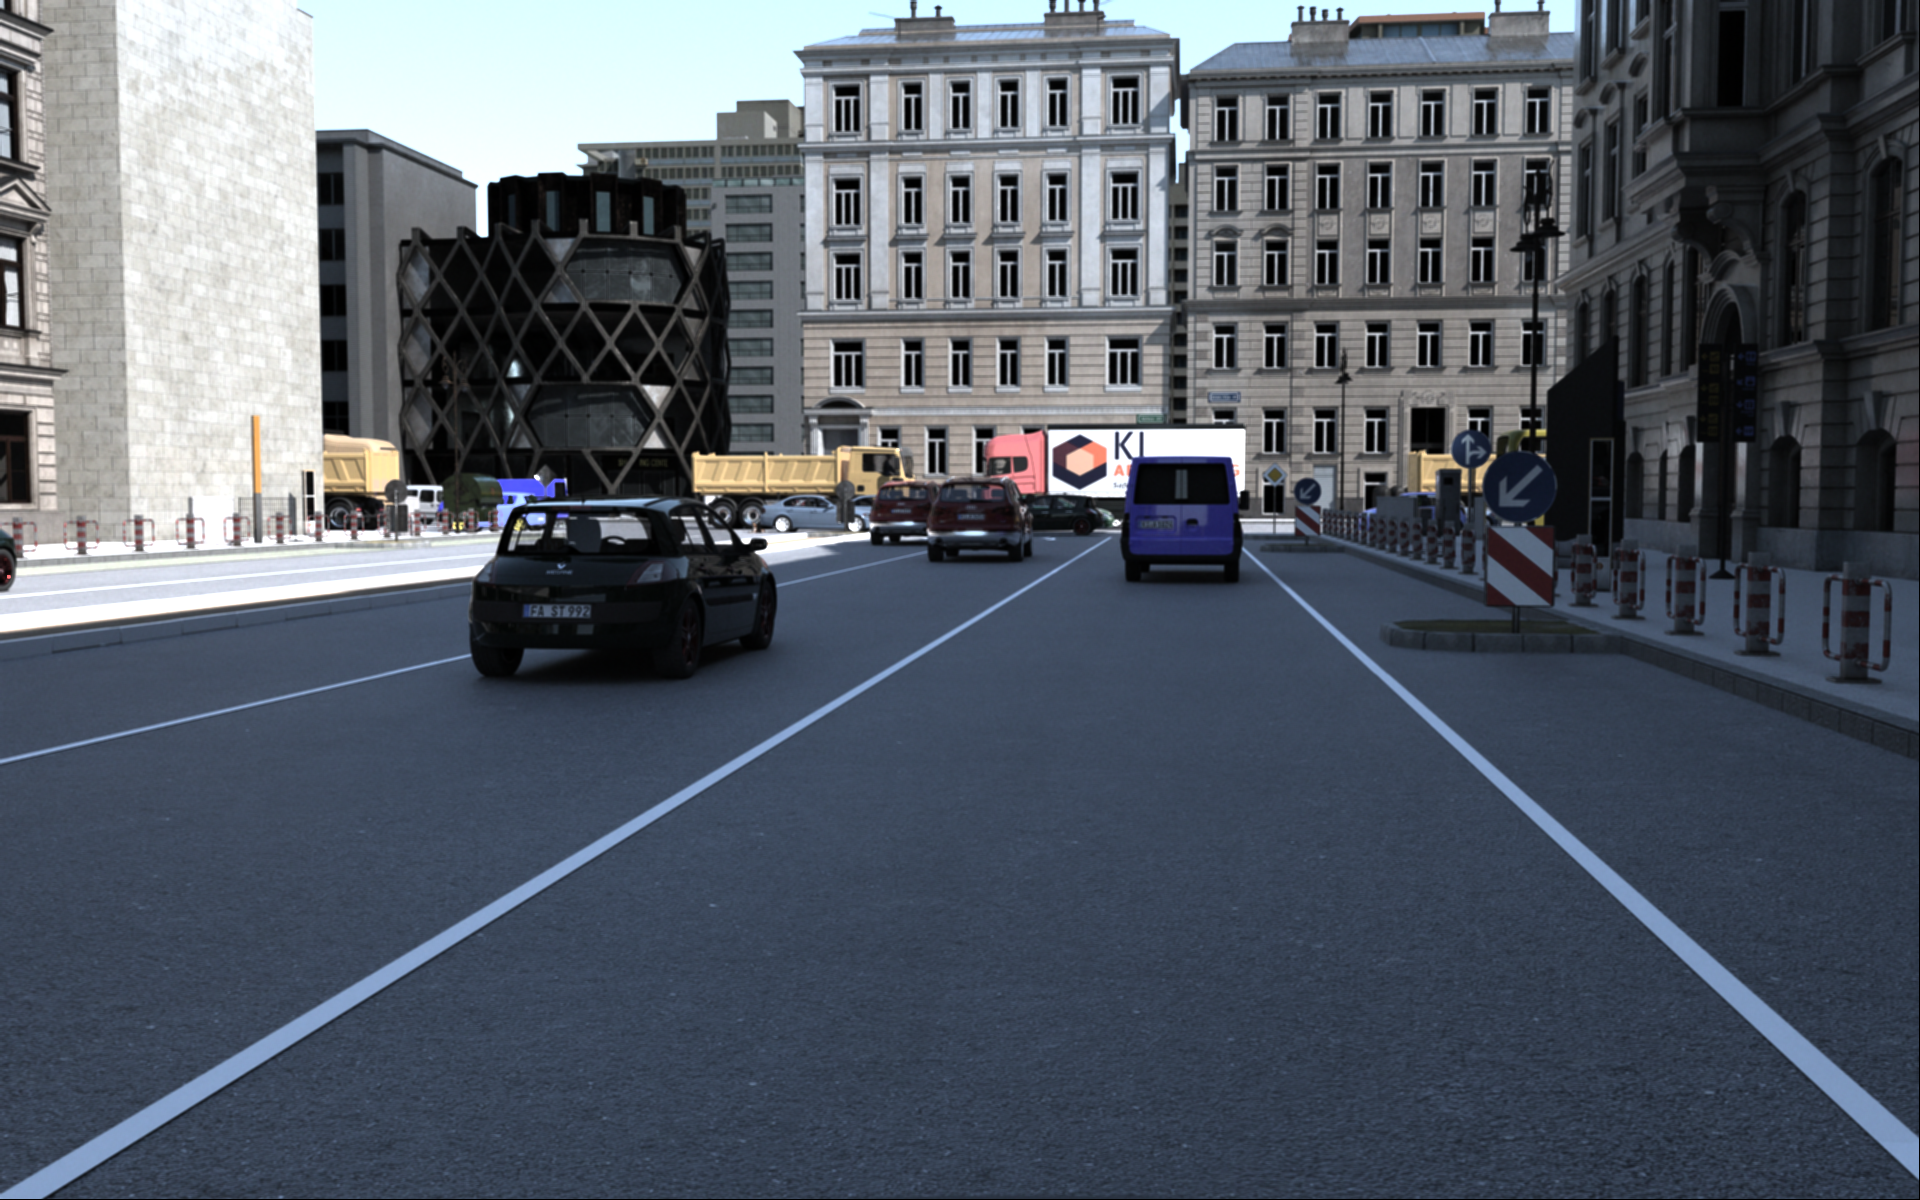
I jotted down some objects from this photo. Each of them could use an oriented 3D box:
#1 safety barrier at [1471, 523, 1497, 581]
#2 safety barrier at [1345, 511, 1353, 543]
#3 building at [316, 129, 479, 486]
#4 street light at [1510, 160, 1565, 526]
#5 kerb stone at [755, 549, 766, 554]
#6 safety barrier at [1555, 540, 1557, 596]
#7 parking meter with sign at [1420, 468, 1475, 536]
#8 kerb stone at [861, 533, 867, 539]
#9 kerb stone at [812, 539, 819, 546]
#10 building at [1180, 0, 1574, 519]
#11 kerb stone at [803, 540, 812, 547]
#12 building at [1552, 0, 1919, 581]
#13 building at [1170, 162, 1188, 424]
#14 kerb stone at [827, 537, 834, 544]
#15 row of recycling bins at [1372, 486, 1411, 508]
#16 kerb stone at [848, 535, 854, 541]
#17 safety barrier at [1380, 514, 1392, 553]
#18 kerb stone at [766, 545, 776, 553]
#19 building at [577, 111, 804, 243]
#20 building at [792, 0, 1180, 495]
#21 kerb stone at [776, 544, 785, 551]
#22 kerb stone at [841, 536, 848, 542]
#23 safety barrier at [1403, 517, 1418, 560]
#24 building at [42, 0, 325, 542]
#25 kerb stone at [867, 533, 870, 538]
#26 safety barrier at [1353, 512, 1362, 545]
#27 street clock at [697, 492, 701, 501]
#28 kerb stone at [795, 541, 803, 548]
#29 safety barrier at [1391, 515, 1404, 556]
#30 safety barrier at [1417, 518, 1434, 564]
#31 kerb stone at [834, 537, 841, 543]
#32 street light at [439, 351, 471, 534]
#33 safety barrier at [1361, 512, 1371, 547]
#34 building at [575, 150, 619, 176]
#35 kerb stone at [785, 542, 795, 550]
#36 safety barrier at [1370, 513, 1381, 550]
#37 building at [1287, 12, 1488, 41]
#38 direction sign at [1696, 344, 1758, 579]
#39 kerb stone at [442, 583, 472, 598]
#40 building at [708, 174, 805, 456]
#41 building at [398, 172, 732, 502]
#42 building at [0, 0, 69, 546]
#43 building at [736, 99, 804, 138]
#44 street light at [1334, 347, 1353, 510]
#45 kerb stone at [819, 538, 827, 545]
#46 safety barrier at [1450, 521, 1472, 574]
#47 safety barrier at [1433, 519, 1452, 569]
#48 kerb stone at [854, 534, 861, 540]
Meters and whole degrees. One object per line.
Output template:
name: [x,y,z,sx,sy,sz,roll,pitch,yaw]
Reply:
safety barrier: [7.883,-0.701,25.741,0.300,0.817,1.120,0,4,7]
safety barrier: [10.451,-1.923,45.716,0.300,0.817,1.120,0,4,7]
building: [-45.249,-17.258,101.233,30.058,24.678,14.314,0,4,7]
street light: [8.096,-3.159,24.430,0.468,5.910,1.993,0,4,7]
kerb stone: [-4.906,-1.191,41.664,0.120,0.150,1.000,0,4,7]
safety barrier: [7.374,-0.457,21.755,0.300,0.817,1.120,0,4,7]
parking meter with sign: [14.942,-3.475,53.072,1.738,3.016,0.543,0,4,-3]
kerb stone: [-3.194,-2.003,54.946,0.120,0.150,1.000,0,4,7]
kerb stone: [-4.117,-1.567,47.819,0.120,0.150,1.000,0,4,7]
building: [24.301,-18.043,92.267,25.104,27.353,12.463,0,4,7]
kerb stone: [-4.244,-1.504,46.788,0.120,0.150,1.000,0,4,7]
building: [20.212,-13.006,31.731,14.460,24.649,34.723,0,4,7]
building: [41.130,-38.574,254.385,21.600,48.544,21.300,0,4,7]
kerb stone: [-3.856,-1.692,49.858,0.120,0.150,1.000,0,4,7]
row of recycling bins: [21.711,-4.744,84.681,3.534,1.692,1.069,-2,4,-27]
kerb stone: [-3.469,-1.879,52.913,0.120,0.150,1.000,0,4,7]
safety barrier: [9.427,-1.434,37.718,0.300,0.817,1.120,0,4,7]
kerb stone: [-4.775,-1.254,42.694,0.120,0.150,1.000,0,4,7]
building: [-20.300,-29.863,180.142,32.217,40.220,23.993,0,4,7]
building: [2.046,-18.993,96.434,20.117,28.700,13.634,0,4,7]
kerb stone: [-4.641,-1.316,43.711,0.120,0.150,1.000,0,4,7]
kerb stone: [-3.592,-1.815,51.894,0.120,0.150,1.000,0,4,7]
safety barrier: [8.911,-1.190,33.724,0.300,0.817,1.120,0,4,7]
building: [-29.575,-12.028,51.406,16.860,20.320,10.420,0,4,7]
kerb stone: [-3.062,-2.065,55.976,0.120,0.150,1.000,0,4,7]
safety barrier: [10.198,-1.801,43.727,0.300,0.817,1.120,0,4,7]
street clock: [-13.162,-5.077,87.581,0.471,2.002,0.358,-1,4,-15]
kerb stone: [-4.379,-1.441,45.757,0.120,0.150,1.000,0,4,7]
safety barrier: [9.168,-1.312,35.720,0.300,0.817,1.120,0,4,7]
safety barrier: [8.656,-1.068,31.730,0.300,0.817,1.120,0,4,7]
kerb stone: [-3.724,-1.754,50.875,0.120,0.150,1.000,0,4,7]
street light: [-16.317,-5.094,56.079,0.468,5.910,1.993,0,4,7]
safety barrier: [9.939,-1.679,41.731,0.300,0.817,1.120,0,4,7]
building: [-41.264,-41.588,269.199,27.495,52.752,28.713,0,4,7]
kerb stone: [-4.506,-1.371,44.732,0.120,0.150,1.000,0,4,7]
safety barrier: [9.682,-1.556,39.719,0.300,0.817,1.120,0,4,7]
building: [41.319,-31.122,163.475,22.147,44.769,28.867,0,4,7]
direction sign: [11.559,-2.089,26.154,0.876,3.537,0.379,0,4,1]
kerb stone: [-7.135,-0.129,24.298,0.120,0.150,1.000,0,4,7]
building: [-14.520,-23.778,160.466,14.160,30.474,14.107,0,4,7]
building: [-21.704,-14.264,100.672,16.811,18.784,16.820,0,4,7]
building: [-28.828,-10.459,35.626,10.561,19.102,19.286,0,4,7]
building: [-13.193,-35.428,202.941,21.600,48.544,21.300,0,4,7]
street light: [12.075,-5.006,54.639,0.468,5.910,1.993,0,4,7]
kerb stone: [-3.978,-1.630,48.839,0.120,0.150,1.000,0,4,7]
safety barrier: [8.143,-0.824,27.743,0.300,0.817,1.120,0,4,7]
safety barrier: [8.399,-0.945,29.731,0.300,0.817,1.120,0,4,7]
kerb stone: [-3.325,-1.941,53.929,0.120,0.150,1.000,0,4,7]
